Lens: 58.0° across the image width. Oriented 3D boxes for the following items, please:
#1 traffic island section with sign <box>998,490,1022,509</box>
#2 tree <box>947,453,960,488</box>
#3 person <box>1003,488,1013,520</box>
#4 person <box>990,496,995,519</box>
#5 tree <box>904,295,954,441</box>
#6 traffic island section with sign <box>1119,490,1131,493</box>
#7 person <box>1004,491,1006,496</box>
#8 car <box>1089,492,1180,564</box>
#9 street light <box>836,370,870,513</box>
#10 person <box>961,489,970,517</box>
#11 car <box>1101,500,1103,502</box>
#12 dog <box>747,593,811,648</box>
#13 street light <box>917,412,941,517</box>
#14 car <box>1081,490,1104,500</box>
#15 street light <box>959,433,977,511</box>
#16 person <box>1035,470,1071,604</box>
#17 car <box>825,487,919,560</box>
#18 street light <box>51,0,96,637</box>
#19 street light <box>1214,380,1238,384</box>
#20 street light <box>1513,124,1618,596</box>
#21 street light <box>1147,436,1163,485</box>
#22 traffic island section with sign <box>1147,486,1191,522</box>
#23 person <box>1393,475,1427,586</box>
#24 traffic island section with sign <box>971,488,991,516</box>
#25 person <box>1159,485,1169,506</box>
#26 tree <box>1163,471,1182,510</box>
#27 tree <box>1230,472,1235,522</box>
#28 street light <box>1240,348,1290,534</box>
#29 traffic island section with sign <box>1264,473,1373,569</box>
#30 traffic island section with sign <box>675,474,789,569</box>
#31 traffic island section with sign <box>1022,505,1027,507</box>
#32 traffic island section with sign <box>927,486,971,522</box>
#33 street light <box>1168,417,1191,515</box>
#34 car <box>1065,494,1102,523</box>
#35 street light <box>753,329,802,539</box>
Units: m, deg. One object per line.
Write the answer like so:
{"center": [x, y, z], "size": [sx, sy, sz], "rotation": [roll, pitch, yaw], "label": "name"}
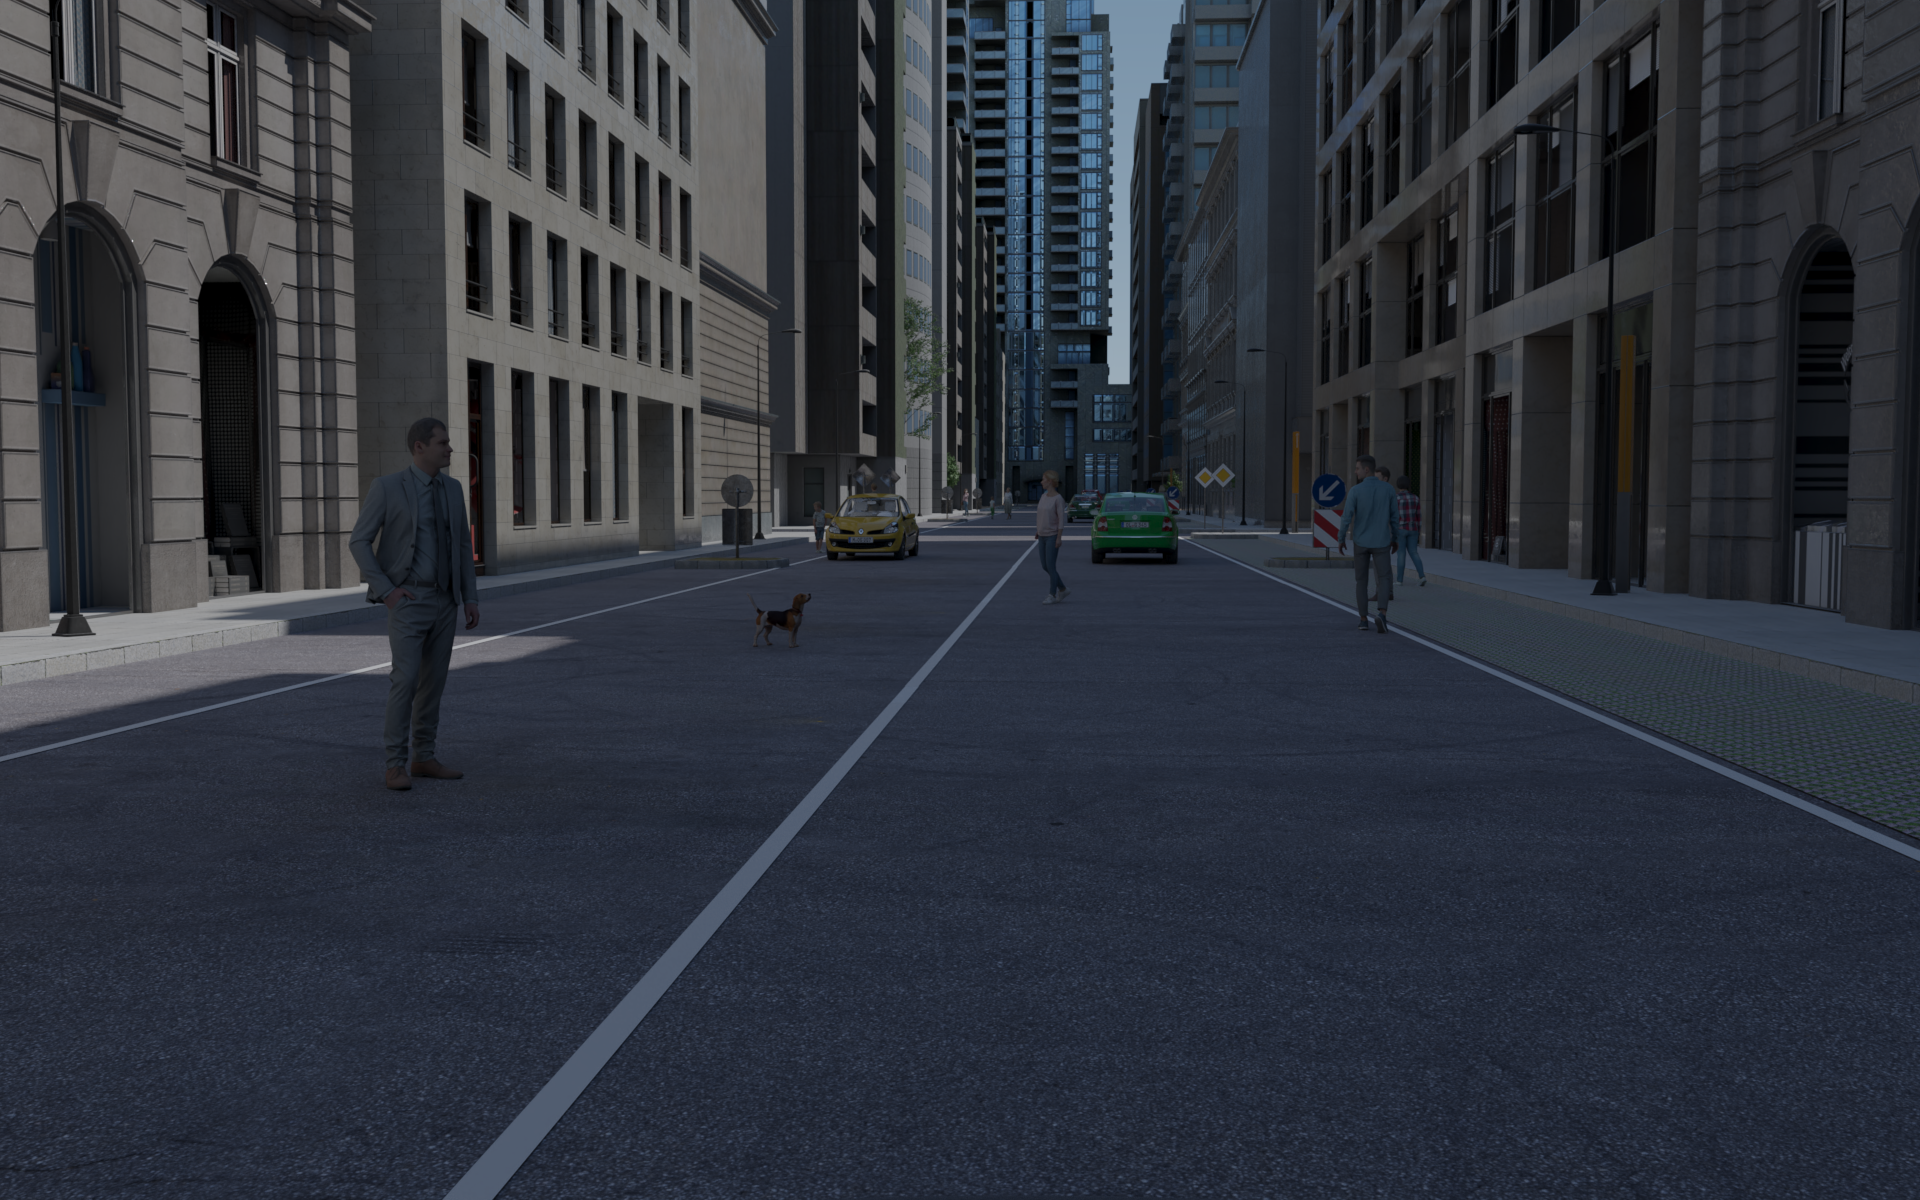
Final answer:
{"center": [4.683, -9.685, 166.976], "size": [1.989, 1.847, 2.006], "rotation": [0, 4, 4], "label": "traffic island section with sign"}
{"center": [-1.507, -8.524, 123.088], "size": [4.285, 4.588, 4.351], "rotation": [0, 3, 0], "label": "tree"}
{"center": [2.737, -5.428, 97.466], "size": [0.478, 1.798, 0.641], "rotation": [3, 4, 38], "label": "person"}
{"center": [1.825, -5.202, 97.808], "size": [0.306, 1.304, 0.590], "rotation": [1, 4, 16], "label": "person"}
{"center": [-3.908, -9.691, 84.197], "size": [9.928, 11.665, 9.643], "rotation": [0, 3, 0], "label": "tree"}
{"center": [17.874, -11.248, 192.533], "size": [1.989, 1.847, 2.006], "rotation": [0, 4, 4], "label": "traffic island section with sign"}
{"center": [4.181, -9.109, 158.344], "size": [0.530, 1.710, 0.541], "rotation": [2, 4, 24], "label": "person"}
{"center": [3.727, -1.724, 36.988], "size": [1.959, 1.807, 4.718], "rotation": [0, 4, 6], "label": "car"}
{"center": [-4.070, -5.642, 64.780], "size": [1.470, 5.913, 1.316], "rotation": [0, 4, 4], "label": "street light"}
{"center": [0.388, -6.032, 107.711], "size": [0.643, 1.750, 0.593], "rotation": [-2, 4, -28], "label": "person"}
{"center": [8.754, -5.342, 96.142], "size": [1.959, 1.807, 4.718], "rotation": [0, 4, 2], "label": "car"}
{"center": [-1.698, 0.185, 16.266], "size": [0.540, 0.507, 0.406], "rotation": [-1, 4, -17], "label": "dog"}
{"center": [-1.753, -7.699, 98.425], "size": [1.470, 5.913, 1.316], "rotation": [0, 4, 4], "label": "street light"}
{"center": [11.059, -8.445, 146.756], "size": [2.281, 1.827, 5.304], "rotation": [0, 4, 5], "label": "car"}
{"center": [0.590, -9.744, 131.860], "size": [1.470, 5.913, 1.316], "rotation": [0, 4, 4], "label": "street light"}
{"center": [1.221, -0.825, 22.662], "size": [0.598, 1.740, 0.731], "rotation": [-3, 5, -40], "label": "person"}
{"center": [-1.937, -1.746, 38.773], "size": [2.015, 1.641, 3.980], "rotation": [0, 4, 5], "label": "car"}
{"center": [-7.494, -2.626, 15.478], "size": [1.470, 5.913, 1.316], "rotation": [0, 4, 4], "label": "street light"}
{"center": [11.067, -6.008, 70.774], "size": [1.470, 5.913, 1.316], "rotation": [0, 4, 4], "label": "street light"}
{"center": [7.640, -3.017, 21.865], "size": [1.470, 5.913, 1.316], "rotation": [0, 4, 4], "label": "street light"}
{"center": [15.633, -10.146, 138.426], "size": [1.470, 5.913, 1.316], "rotation": [0, 4, 4], "label": "street light"}
{"center": [10.759, -4.895, 88.664], "size": [1.989, 1.847, 2.006], "rotation": [0, 4, 4], "label": "traffic island section with sign"}
{"center": [6.920, -1.072, 26.867], "size": [0.563, 1.720, 0.643], "rotation": [-1, 4, -17], "label": "person"}
{"center": [1.219, -6.594, 116.442], "size": [1.989, 1.847, 2.006], "rotation": [0, 4, 4], "label": "traffic island section with sign"}
{"center": [8.337, -3.876, 72.057], "size": [0.709, 1.800, 0.728], "rotation": [0, 3, 0], "label": "person"}
{"center": [17.721, -9.209, 145.174], "size": [1.663, 3.219, 1.824], "rotation": [0, 3, 0], "label": "tree"}
{"center": [12.920, -5.176, 79.234], "size": [1.663, 3.219, 1.824], "rotation": [0, 3, 0], "label": "tree"}
{"center": [9.830, -5.060, 55.272], "size": [1.470, 5.913, 1.316], "rotation": [0, 4, 4], "label": "street light"}
{"center": [7.032, -1.555, 34.057], "size": [1.989, 1.847, 2.006], "rotation": [0, 4, 4], "label": "traffic island section with sign"}
{"center": [-4.412, -1.551, 33.988], "size": [1.989, 1.847, 2.006], "rotation": [0, 4, 4], "label": "traffic island section with sign"}
{"center": [6.525, -11.330, 193.868], "size": [1.989, 1.847, 2.006], "rotation": [0, 4, 4], "label": "traffic island section with sign"}
{"center": [-0.619, -4.943, 89.449], "size": [1.989, 1.847, 2.006], "rotation": [0, 4, 4], "label": "traffic island section with sign"}
{"center": [13.271, -8.081, 104.666], "size": [1.470, 5.913, 1.316], "rotation": [0, 4, 4], "label": "street light"}
{"center": [6.330, -4.608, 87.141], "size": [2.131, 1.459, 4.920], "rotation": [0, 4, 5], "label": "car"}
{"center": [-5.147, -4.669, 48.874], "size": [1.470, 5.913, 1.316], "rotation": [0, 4, 4], "label": "street light"}
